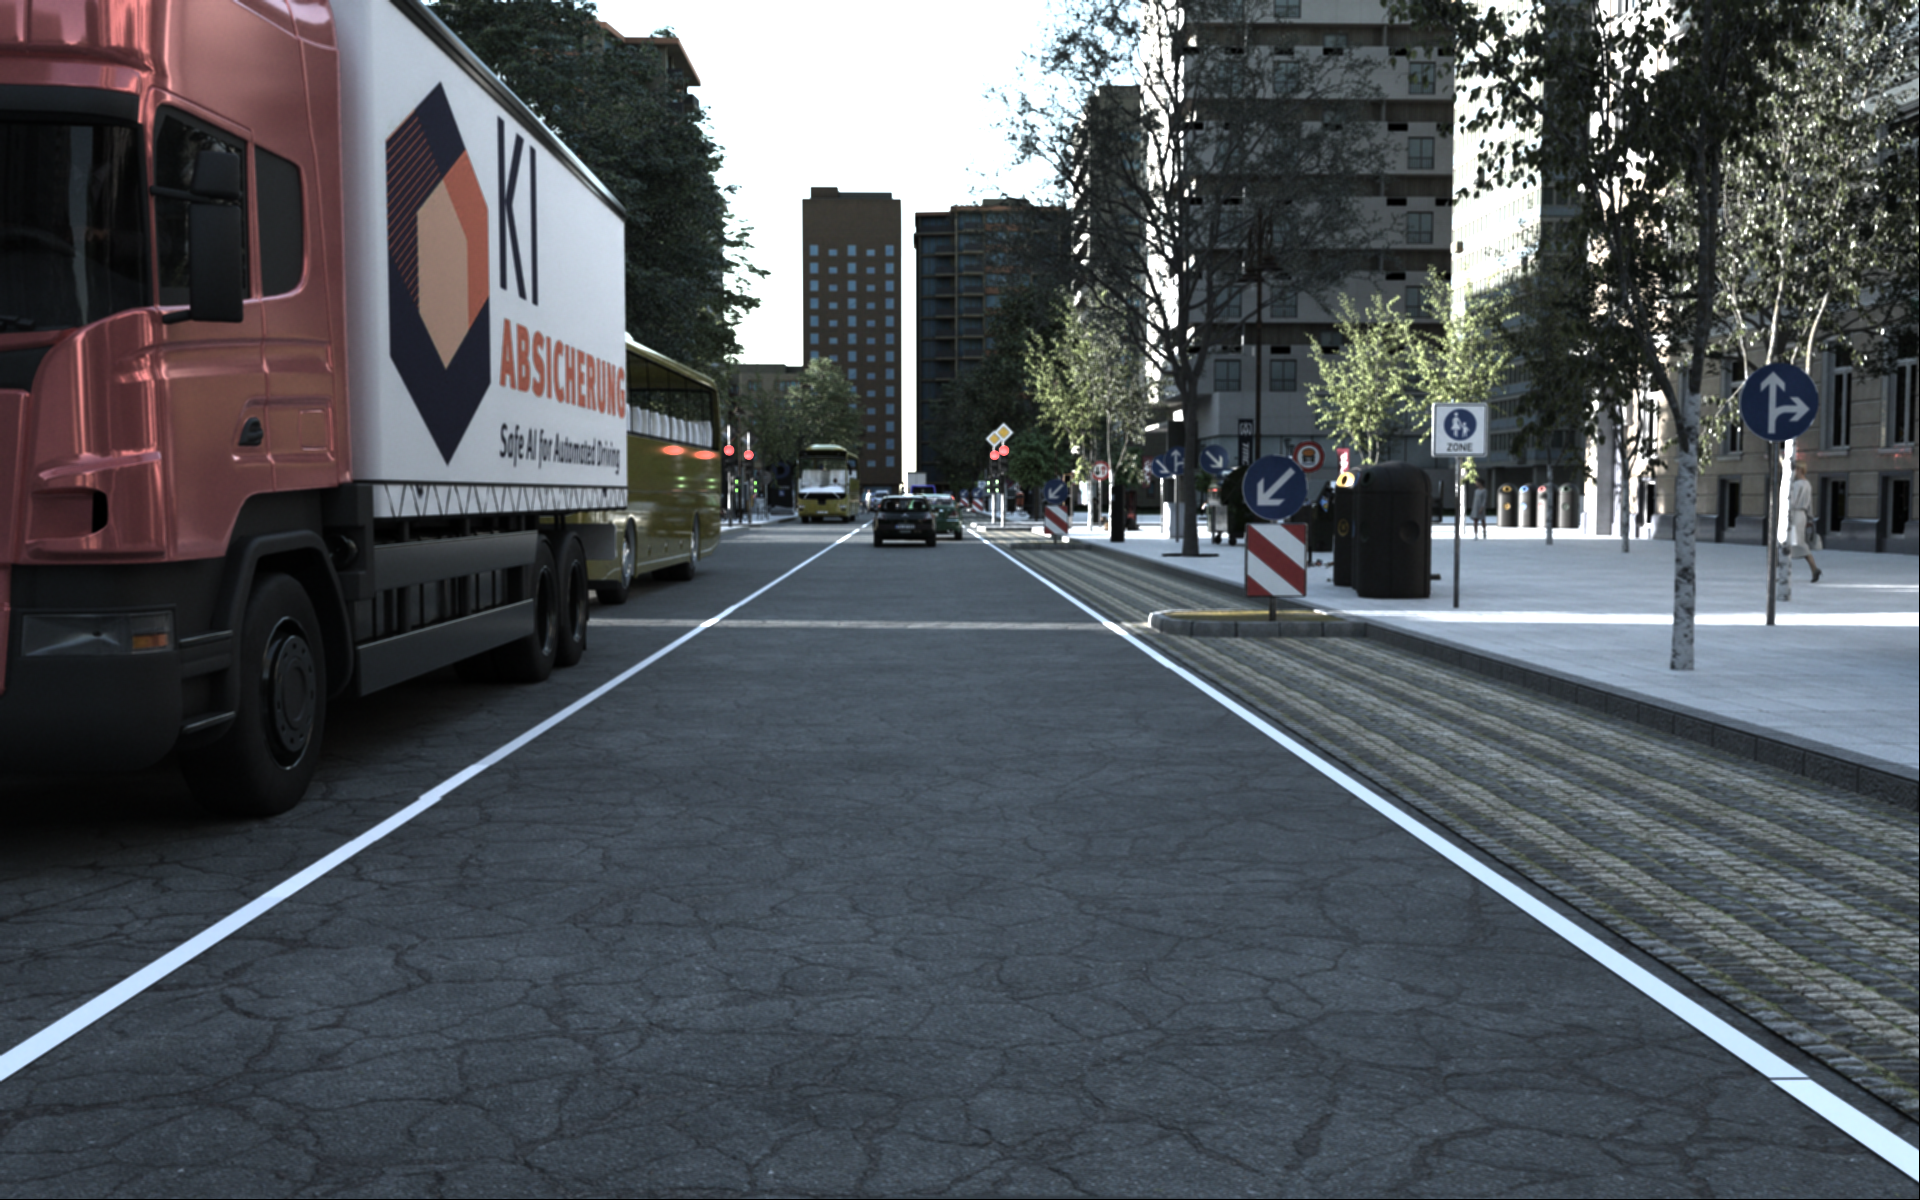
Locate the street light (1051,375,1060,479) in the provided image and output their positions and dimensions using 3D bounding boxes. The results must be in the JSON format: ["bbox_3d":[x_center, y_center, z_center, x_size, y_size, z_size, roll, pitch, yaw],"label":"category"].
[{"bbox_3d":[3.761,-5.802,67.647,0.468,5.910,1.993,0,4,-1],"label":"street light"}]

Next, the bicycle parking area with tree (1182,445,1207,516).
[{"bbox_3d":[16.755,-6.982,101.160,8.231,4.147,9.016,1,4,13],"label":"bicycle parking area with tree"}]

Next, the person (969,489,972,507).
[{"bbox_3d":[1.115,-10.018,170.540,0.721,1.736,1.217,1,4,21],"label":"person"}]

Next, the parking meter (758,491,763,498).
[{"bbox_3d":[-14.330,-7.113,124.705,0.372,1.533,0.369,0,3,0],"label":"parking meter"}]

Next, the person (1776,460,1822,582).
[{"bbox_3d":[12.167,-1.146,25.127,0.694,1.780,0.624,-2,4,-27],"label":"person"}]

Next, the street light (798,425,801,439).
[{"bbox_3d":[-10.717,-8.759,115.990,0.468,5.910,1.993,0,4,-1],"label":"street light"}]

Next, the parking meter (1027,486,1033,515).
[{"bbox_3d":[4.438,-6.266,108.162,0.399,1.863,0.255,2,4,28],"label":"parking meter"}]

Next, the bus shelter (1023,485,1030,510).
[{"bbox_3d":[5.421,-8.502,130.283,1.731,3.624,6.357,0,4,-2],"label":"bus shelter"}]

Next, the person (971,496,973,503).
[{"bbox_3d":[1.316,-10.281,174.865,0.721,1.736,1.217,3,5,42],"label":"person"}]

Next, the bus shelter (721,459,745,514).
[{"bbox_3d":[-14.350,-7.779,104.822,2.179,5.291,8.768,0,4,-2],"label":"bus shelter"}]

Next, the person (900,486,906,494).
[{"bbox_3d":[-3.552,-5.963,105.359,0.474,1.900,0.648,-3,5,-40],"label":"person"}]

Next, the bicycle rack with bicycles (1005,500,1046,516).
[{"bbox_3d":[4.331,-5.361,101.032,2.925,0.926,2.852,3,5,41],"label":"bicycle rack with bicycles"}]

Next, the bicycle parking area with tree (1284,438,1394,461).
[{"bbox_3d":[19.484,-6.262,89.391,8.231,4.147,9.016,1,4,18],"label":"bicycle parking area with tree"}]

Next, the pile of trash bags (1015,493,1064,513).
[{"bbox_3d":[5.256,-6.275,112.344,3.447,1.369,1.912,-1,4,-13],"label":"pile of trash bags"}]

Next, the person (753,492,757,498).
[{"bbox_3d":[-26.001,-13.010,219.436,0.721,1.739,1.217,-1,4,-18],"label":"person"}]

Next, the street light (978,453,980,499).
[{"bbox_3d":[1.681,-10.810,149.526,0.468,5.910,1.993,0,4,-1],"label":"street light"}]

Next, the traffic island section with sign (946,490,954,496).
[{"bbox_3d":[0.166,-7.346,128.732,1.989,1.847,2.006,0,4,-1],"label":"traffic island section with sign"}]

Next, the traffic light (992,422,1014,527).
[{"bbox_3d":[1.692,-4.834,67.958,0.839,4.253,0.868,0,4,-1],"label":"traffic light"}]

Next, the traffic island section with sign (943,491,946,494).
[{"bbox_3d":[-1.111,-10.345,177.776,1.989,1.847,2.006,0,4,-1],"label":"traffic island section with sign"}]

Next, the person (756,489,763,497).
[{"bbox_3d":[-19.617,-10.024,170.649,1.217,1.743,0.721,2,4,33],"label":"person"}]

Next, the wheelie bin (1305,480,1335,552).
[{"bbox_3d":[7.979,-1.881,38.664,0.693,1.594,0.980,-2,4,-31],"label":"wheelie bin"}]

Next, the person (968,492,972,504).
[{"bbox_3d":[1.431,-13.514,227.020,1.348,1.821,0.705,1,4,17],"label":"person"}]

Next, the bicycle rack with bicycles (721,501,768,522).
[{"bbox_3d":[-10.573,-4.385,85.077,2.852,0.926,2.925,-1,4,-15],"label":"bicycle rack with bicycles"}]

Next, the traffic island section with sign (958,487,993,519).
[{"bbox_3d":[0.874,-5.650,101.009,1.989,1.847,2.006,0,4,-1],"label":"traffic island section with sign"}]

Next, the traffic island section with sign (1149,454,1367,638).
[{"bbox_3d":[3.031,-0.581,18.128,1.989,1.847,2.006,0,4,-1],"label":"traffic island section with sign"}]

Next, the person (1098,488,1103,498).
[{"bbox_3d":[12.871,-9.365,158.796,0.705,1.869,1.348,1,4,19],"label":"person"}]

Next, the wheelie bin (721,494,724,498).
[{"bbox_3d":[-10.896,-4.183,76.306,0.980,1.594,0.693,-1,4,-9],"label":"wheelie bin"}]

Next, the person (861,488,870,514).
[{"bbox_3d":[-6.787,-7.056,123.734,0.748,1.841,0.638,-1,4,-12],"label":"person"}]

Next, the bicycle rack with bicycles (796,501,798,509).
[{"bbox_3d":[-11.984,-7.579,137.296,2.925,0.926,2.852,-2,4,-25],"label":"bicycle rack with bicycles"}]

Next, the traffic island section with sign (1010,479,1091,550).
[{"bbox_3d":[2.325,-2.229,45.074,1.989,1.847,2.006,0,4,-1],"label":"traffic island section with sign"}]

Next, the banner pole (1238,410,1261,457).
[{"bbox_3d":[8.523,-3.717,50.795,0.863,3.779,0.401,-1,4,-13],"label":"banner pole"}]

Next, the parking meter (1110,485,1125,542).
[{"bbox_3d":[4.224,-2.324,46.415,0.372,1.533,0.369,0,3,0],"label":"parking meter"}]

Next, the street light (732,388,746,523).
[{"bbox_3d":[-9.644,-6.305,75.880,0.468,5.910,1.993,0,4,-1],"label":"street light"}]

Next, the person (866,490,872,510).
[{"bbox_3d":[-7.563,-8.345,145.160,0.641,1.798,0.478,-2,4,-31],"label":"person"}]

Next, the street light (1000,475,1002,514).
[{"bbox_3d":[2.641,-8.390,109.965,0.468,5.910,1.993,0,4,-1],"label":"street light"}]

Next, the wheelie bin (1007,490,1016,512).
[{"bbox_3d":[3.693,-7.183,125.352,0.980,1.594,0.693,0,4,7],"label":"wheelie bin"}]

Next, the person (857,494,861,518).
[{"bbox_3d":[-6.212,-5.771,103.445,0.643,1.750,0.593,0,4,-2],"label":"person"}]

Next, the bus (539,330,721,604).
[{"bbox_3d":[-5.583,-2.094,25.780,2.896,3.916,12.252,0,4,-1],"label":"bus"}]

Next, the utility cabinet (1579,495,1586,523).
[{"bbox_3d":[28.367,-4.085,77.950,1.020,1.237,0.306,3,5,42],"label":"utility cabinet"}]

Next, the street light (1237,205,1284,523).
[{"bbox_3d":[4.840,-3.382,28.089,0.468,5.910,1.993,0,4,-1],"label":"street light"}]

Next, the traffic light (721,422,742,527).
[{"bbox_3d":[-8.965,-4.816,67.666,0.839,4.253,0.868,0,4,-1],"label":"traffic light"}]

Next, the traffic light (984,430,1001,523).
[{"bbox_3d":[1.485,-5.322,75.940,0.839,4.253,0.868,0,4,-1],"label":"traffic light"}]

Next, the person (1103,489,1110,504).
[{"bbox_3d":[13.428,-9.080,155.181,1.217,1.739,0.721,0,4,-3],"label":"person"}]

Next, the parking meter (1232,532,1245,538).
[{"bbox_3d":[8.100,-2.732,50.372,0.399,1.863,0.255,-1,4,-10],"label":"parking meter"}]

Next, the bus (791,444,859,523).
[{"bbox_3d":[-6.735,-5.985,89.403,2.896,3.916,12.252,0,4,-1],"label":"bus"}]

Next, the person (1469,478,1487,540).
[{"bbox_3d":[14.511,-2.543,48.374,0.466,1.731,0.760,2,4,29],"label":"person"}]

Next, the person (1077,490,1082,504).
[{"bbox_3d":[12.041,-10.247,174.256,0.621,1.740,0.551,3,4,38],"label":"person"}]
